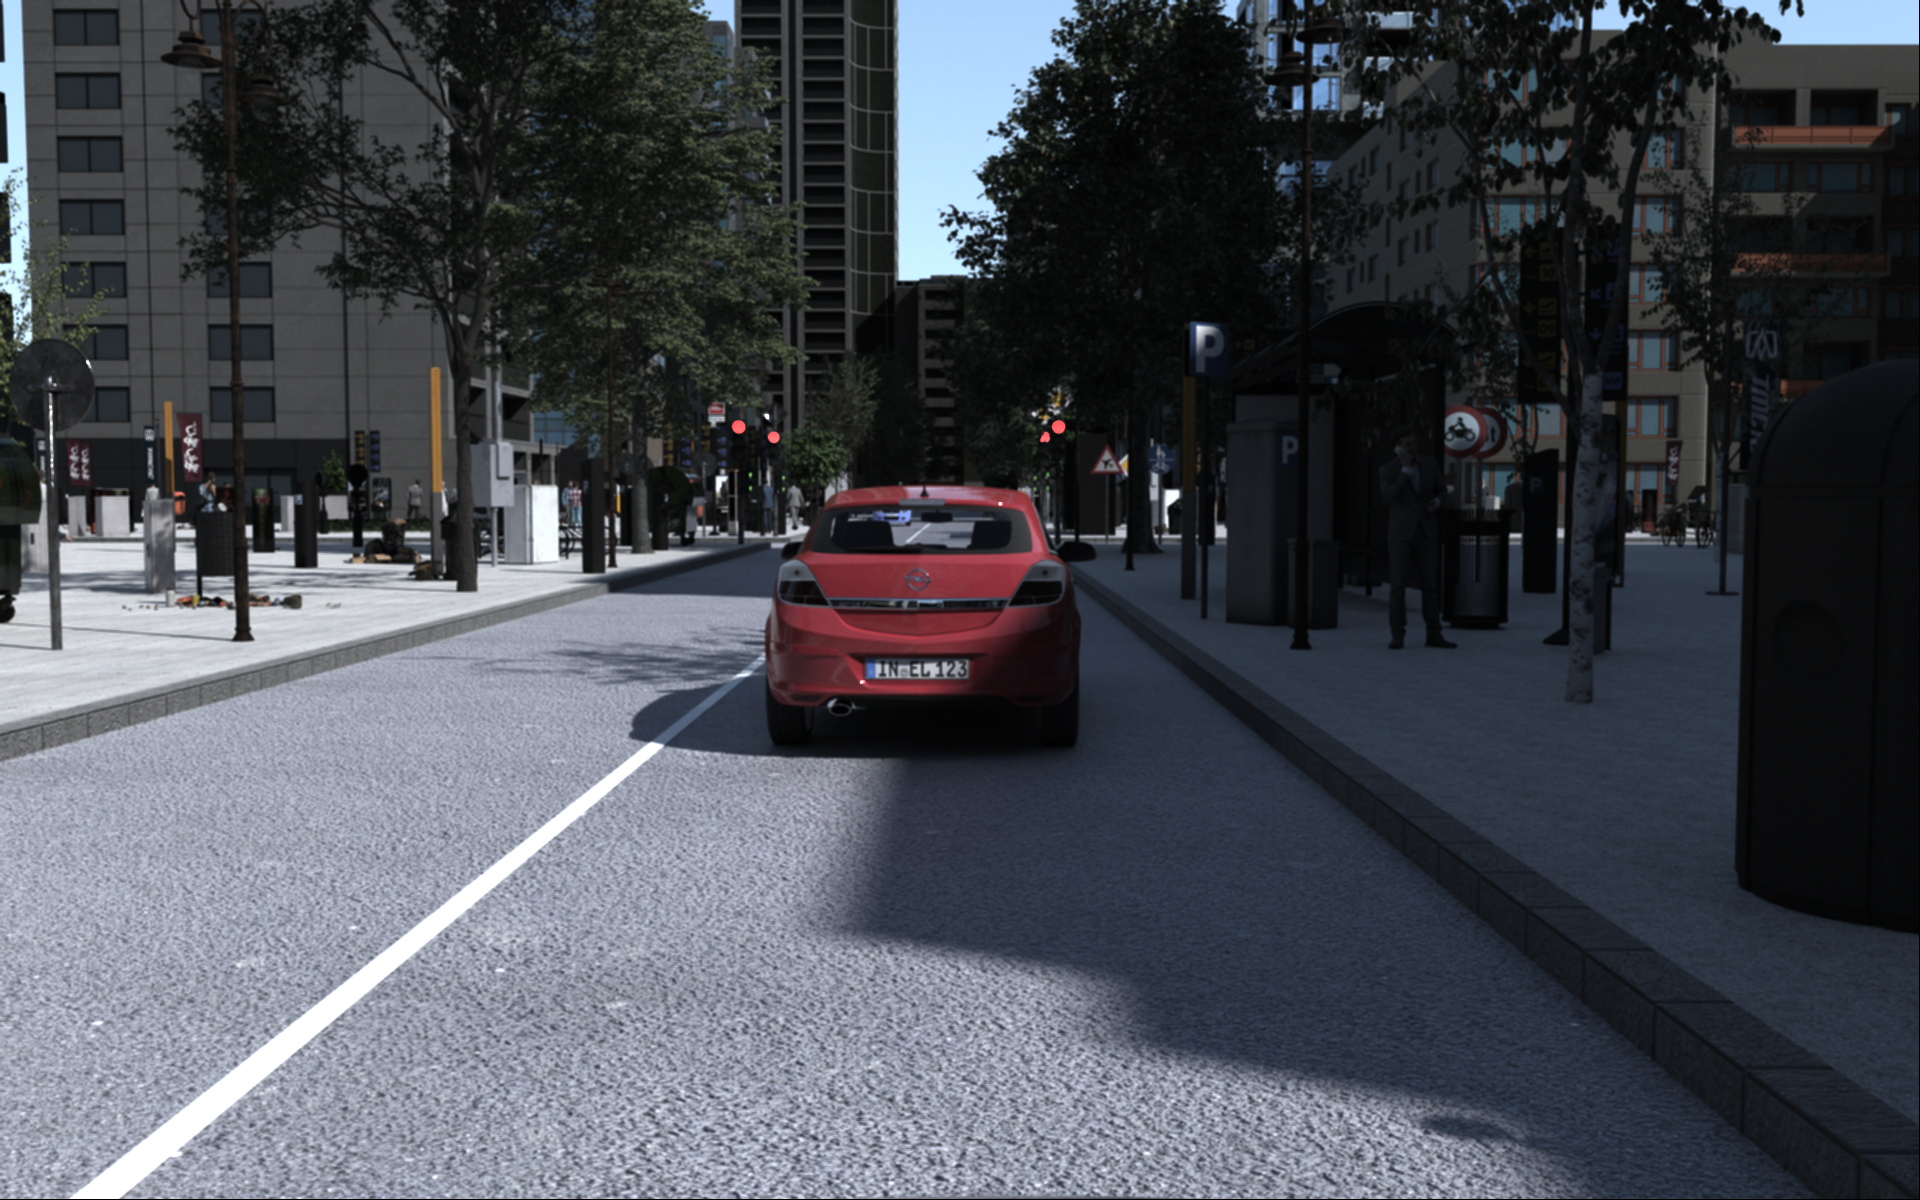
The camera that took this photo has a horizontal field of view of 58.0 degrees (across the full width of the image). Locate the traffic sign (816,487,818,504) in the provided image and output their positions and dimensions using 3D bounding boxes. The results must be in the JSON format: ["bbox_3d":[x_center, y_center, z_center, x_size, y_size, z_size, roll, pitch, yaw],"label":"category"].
[{"bbox_3d":[-6.724,-4.984,81.495,0.884,2.594,0.081,0,4,8],"label":"traffic sign"}]

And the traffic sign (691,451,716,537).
[{"bbox_3d":[-7.633,-3.148,51.572,0.768,2.556,0.104,0,4,8],"label":"traffic sign"}]

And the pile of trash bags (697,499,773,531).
[{"bbox_3d":[-8.031,-3.108,60.571,3.447,1.369,1.912,1,4,22],"label":"pile of trash bags"}]

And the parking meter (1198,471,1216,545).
[{"bbox_3d":[6.182,-2.299,43.305,0.399,1.863,0.255,-1,4,-20],"label":"parking meter"}]

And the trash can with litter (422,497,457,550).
[{"bbox_3d":[-11.345,-1.808,40.614,2.233,1.210,1.678,0,4,-4],"label":"trash can with litter"}]

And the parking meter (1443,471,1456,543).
[{"bbox_3d":[12.429,-2.345,44.055,0.399,1.863,0.255,1,4,11],"label":"parking meter"}]

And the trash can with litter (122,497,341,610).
[{"bbox_3d":[-8.163,-0.525,19.648,2.233,1.210,1.678,1,4,15],"label":"trash can with litter"}]

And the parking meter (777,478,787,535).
[{"bbox_3d":[-5.654,-2.989,54.580,0.399,1.863,0.255,0,4,1],"label":"parking meter"}]

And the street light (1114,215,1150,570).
[{"bbox_3d":[2.857,-3.438,28.998,0.468,5.910,1.993,0,4,0],"label":"street light"}]

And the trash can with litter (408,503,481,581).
[{"bbox_3d":[-7.660,-0.876,25.709,1.055,1.170,0.624,0,4,3],"label":"trash can with litter"}]

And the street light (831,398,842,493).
[{"bbox_3d":[-5.890,-6.708,82.463,0.468,5.910,1.993,0,4,0],"label":"street light"}]

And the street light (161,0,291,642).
[{"bbox_3d":[-6.264,-2.579,14.956,0.468,5.910,1.993,0,4,0],"label":"street light"}]

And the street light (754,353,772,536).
[{"bbox_3d":[-6.042,-4.895,52.823,0.468,5.910,1.993,0,4,0],"label":"street light"}]

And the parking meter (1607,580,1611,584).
[{"bbox_3d":[7.039,-0.661,19.216,0.372,1.533,0.369,0,3,0],"label":"parking meter"}]

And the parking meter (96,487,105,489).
[{"bbox_3d":[-32.740,-3.526,66.053,0.372,1.533,0.369,0,3,0],"label":"parking meter"}]

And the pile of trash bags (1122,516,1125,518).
[{"bbox_3d":[7.131,-5.062,92.511,3.447,1.369,1.912,-3,5,-42],"label":"pile of trash bags"}]

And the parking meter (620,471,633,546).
[{"bbox_3d":[-8.242,-2.280,42.985,0.255,1.863,0.399,-3,5,-42],"label":"parking meter"}]

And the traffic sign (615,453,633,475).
[{"bbox_3d":[-10.243,-3.250,53.245,0.768,2.556,0.104,1,4,10],"label":"traffic sign"}]

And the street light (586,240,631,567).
[{"bbox_3d":[-6.089,-3.509,30.165,0.468,5.910,1.993,0,4,0],"label":"street light"}]

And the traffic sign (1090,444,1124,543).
[{"bbox_3d":[3.832,-2.759,45.110,0.884,2.594,0.081,0,4,6],"label":"traffic sign"}]

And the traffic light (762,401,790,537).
[{"bbox_3d":[-5.554,-3.869,52.182,0.839,4.253,0.868,0,4,0],"label":"traffic light"}]

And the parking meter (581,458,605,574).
[{"bbox_3d":[-5.940,-1.366,28.039,0.255,1.863,0.399,-3,4,-37],"label":"parking meter"}]

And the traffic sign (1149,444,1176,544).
[{"bbox_3d":[5.100,-2.690,44.093,0.768,2.556,0.104,0,4,3],"label":"traffic sign"}]

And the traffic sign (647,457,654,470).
[{"bbox_3d":[-10.556,-3.517,57.615,0.768,2.556,0.104,0,4,8],"label":"traffic sign"}]

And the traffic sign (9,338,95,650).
[{"bbox_3d":[-7.434,-0.861,14.180,0.768,2.556,0.104,1,4,9],"label":"traffic sign"}]

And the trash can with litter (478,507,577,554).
[{"bbox_3d":[-9.569,-1.660,38.200,2.233,1.210,1.678,-1,4,-16],"label":"trash can with litter"}]

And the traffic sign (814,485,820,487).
[{"bbox_3d":[-8.216,-5.996,100.160,0.606,2.300,0.079,0,4,7],"label":"traffic sign"}]

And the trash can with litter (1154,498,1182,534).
[{"bbox_3d":[7.035,-2.819,57.485,1.055,1.170,0.624,-1,4,-11],"label":"trash can with litter"}]

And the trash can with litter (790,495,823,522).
[{"bbox_3d":[-7.200,-4.188,79.534,1.678,1.210,2.233,-3,4,-36],"label":"trash can with litter"}]

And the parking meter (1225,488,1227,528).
[{"bbox_3d":[10.172,-3.475,65.227,0.372,1.533,0.369,0,3,0],"label":"parking meter"}]

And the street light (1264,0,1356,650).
[{"bbox_3d":[2.825,-2.531,14.178,0.468,5.910,1.993,0,4,0],"label":"street light"}]

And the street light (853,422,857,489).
[{"bbox_3d":[-5.861,-7.614,97.283,0.468,5.910,1.993,0,4,0],"label":"street light"}]

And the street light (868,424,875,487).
[{"bbox_3d":[-5.775,-8.521,112.103,0.468,5.910,1.993,0,4,0],"label":"street light"}]

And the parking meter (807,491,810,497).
[{"bbox_3d":[-8.071,-5.222,93.796,0.372,1.533,0.369,0,3,0],"label":"parking meter"}]

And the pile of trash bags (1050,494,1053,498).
[{"bbox_3d":[6.014,-5.706,103.048,1.912,1.369,3.447,1,4,18],"label":"pile of trash bags"}]

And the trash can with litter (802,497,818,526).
[{"bbox_3d":[-6.132,-3.585,69.995,0.624,1.170,1.055,-2,4,-27],"label":"trash can with litter"}]

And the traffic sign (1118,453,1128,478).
[{"bbox_3d":[5.405,-3.417,55.600,0.795,2.593,0.064,1,4,8],"label":"traffic sign"}]

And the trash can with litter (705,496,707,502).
[{"bbox_3d":[-12.873,-4.498,84.935,1.055,1.170,0.624,0,4,2],"label":"trash can with litter"}]

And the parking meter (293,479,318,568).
[{"bbox_3d":[-11.428,-1.335,30.232,0.372,1.533,0.369,0,3,0],"label":"parking meter"}]

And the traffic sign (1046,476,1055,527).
[{"bbox_3d":[3.658,-4.100,67.144,0.768,2.556,0.104,0,4,8],"label":"traffic sign"}]

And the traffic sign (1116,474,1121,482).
[{"bbox_3d":[7.337,-4.780,80.283,0.606,2.300,0.079,0,4,1],"label":"traffic sign"}]

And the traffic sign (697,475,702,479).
[{"bbox_3d":[-10.137,-4.051,66.341,0.768,2.556,0.104,0,4,8],"label":"traffic sign"}]

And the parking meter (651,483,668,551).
[{"bbox_3d":[-6.829,-1.895,39.395,0.372,1.533,0.369,0,3,0],"label":"parking meter"}]

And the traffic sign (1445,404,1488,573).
[{"bbox_3d":[7.087,-1.500,24.637,0.768,2.556,0.104,0,4,8],"label":"traffic sign"}]

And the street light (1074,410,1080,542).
[{"bbox_3d":[2.973,-4.344,43.818,0.468,5.910,1.993,0,4,0],"label":"street light"}]

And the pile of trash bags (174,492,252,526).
[{"bbox_3d":[-30.610,-3.716,70.516,1.912,1.369,3.447,2,4,27],"label":"pile of trash bags"}]

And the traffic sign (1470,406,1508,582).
[{"bbox_3d":[7.552,-1.534,25.195,0.768,2.556,0.104,0,4,7],"label":"traffic sign"}]

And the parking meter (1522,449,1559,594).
[{"bbox_3d":[7.528,-1.026,22.489,0.255,1.863,0.399,-3,4,-38],"label":"parking meter"}]

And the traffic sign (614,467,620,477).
[{"bbox_3d":[-10.784,-3.386,55.360,0.884,2.594,0.081,0,4,2],"label":"traffic sign"}]

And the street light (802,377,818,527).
[{"bbox_3d":[-5.845,-5.802,67.643,0.468,5.910,1.993,0,4,0],"label":"street light"}]

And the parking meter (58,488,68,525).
[{"bbox_3d":[-37.618,-3.930,72.674,0.372,1.533,0.369,0,3,0],"label":"parking meter"}]

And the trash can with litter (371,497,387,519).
[{"bbox_3d":[-22.310,-3.326,65.769,1.055,1.170,0.624,0,4,5],"label":"trash can with litter"}]
